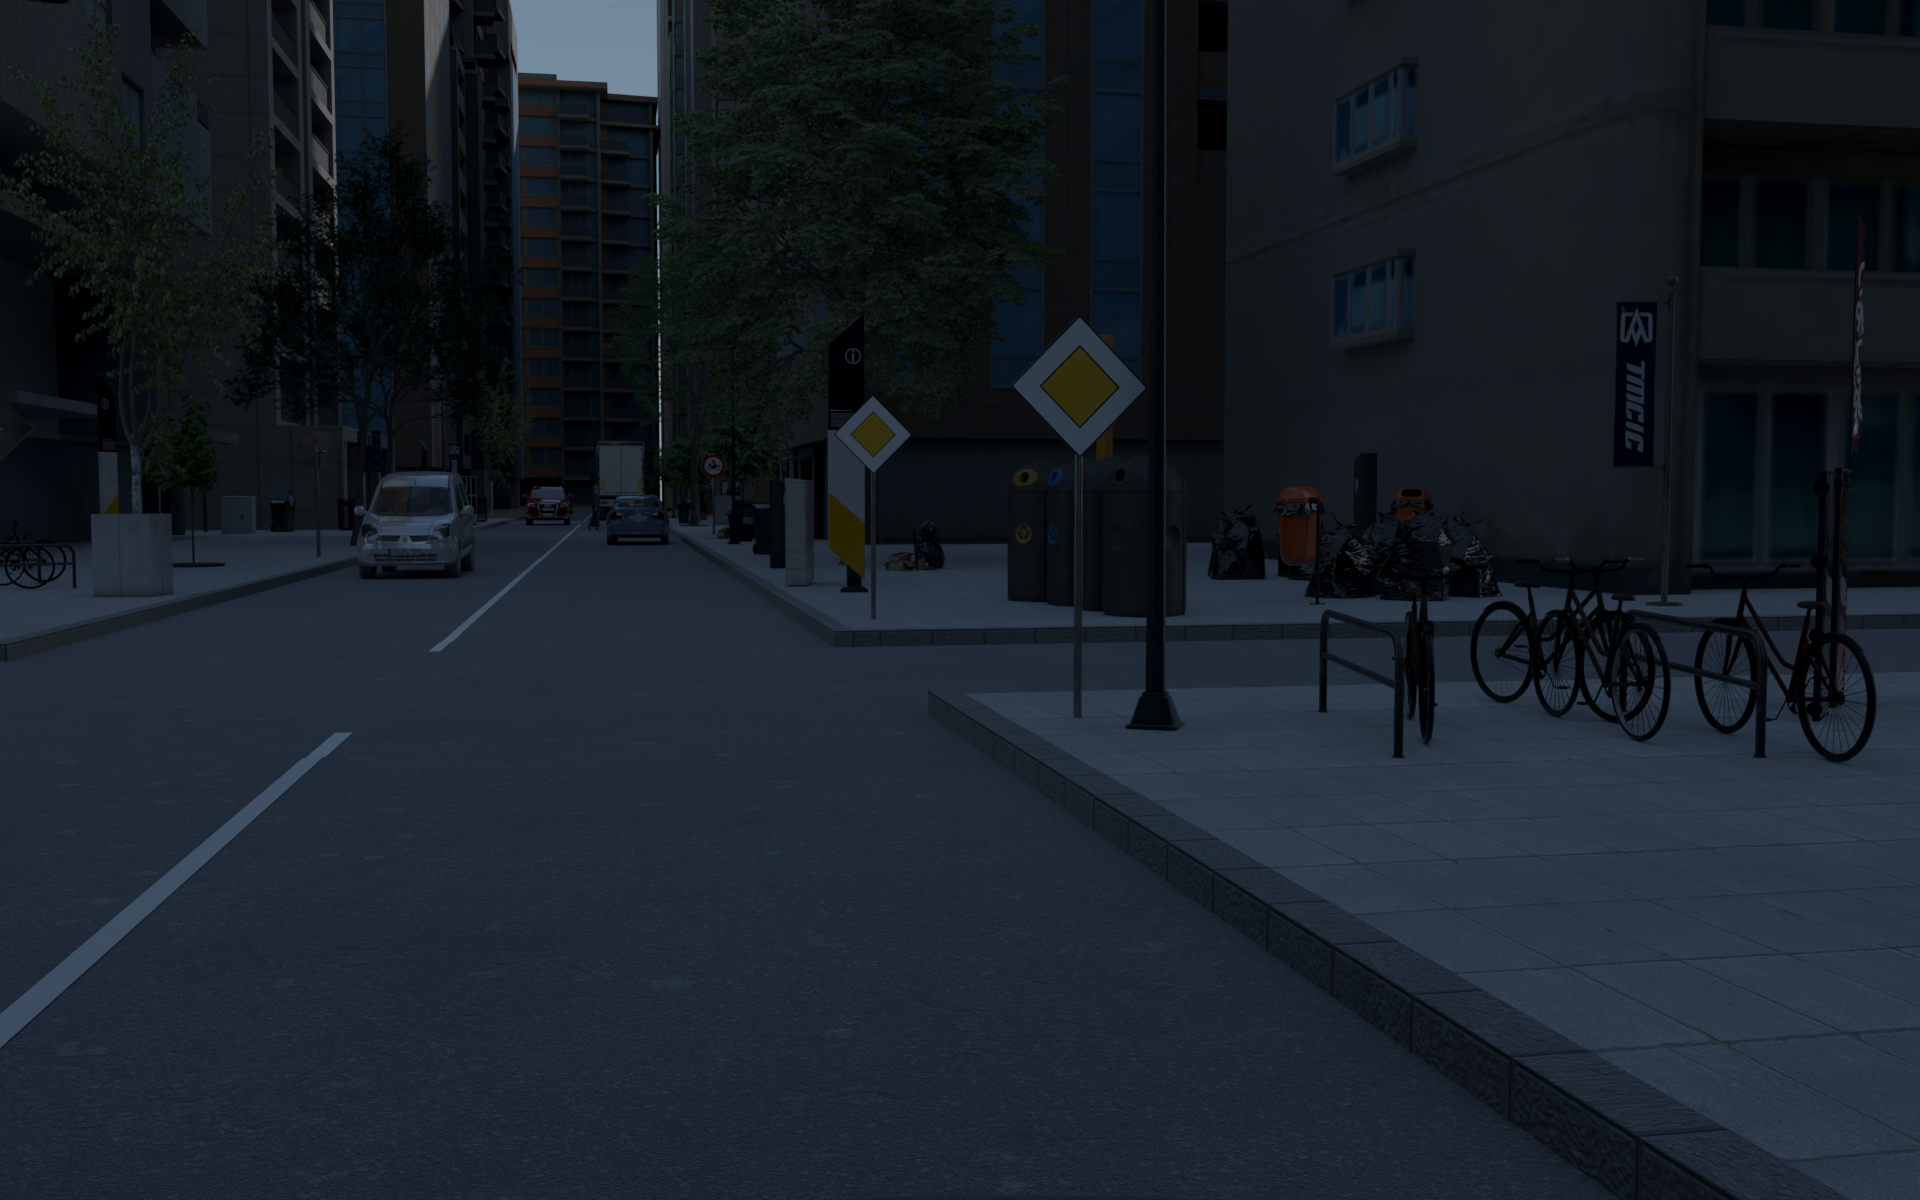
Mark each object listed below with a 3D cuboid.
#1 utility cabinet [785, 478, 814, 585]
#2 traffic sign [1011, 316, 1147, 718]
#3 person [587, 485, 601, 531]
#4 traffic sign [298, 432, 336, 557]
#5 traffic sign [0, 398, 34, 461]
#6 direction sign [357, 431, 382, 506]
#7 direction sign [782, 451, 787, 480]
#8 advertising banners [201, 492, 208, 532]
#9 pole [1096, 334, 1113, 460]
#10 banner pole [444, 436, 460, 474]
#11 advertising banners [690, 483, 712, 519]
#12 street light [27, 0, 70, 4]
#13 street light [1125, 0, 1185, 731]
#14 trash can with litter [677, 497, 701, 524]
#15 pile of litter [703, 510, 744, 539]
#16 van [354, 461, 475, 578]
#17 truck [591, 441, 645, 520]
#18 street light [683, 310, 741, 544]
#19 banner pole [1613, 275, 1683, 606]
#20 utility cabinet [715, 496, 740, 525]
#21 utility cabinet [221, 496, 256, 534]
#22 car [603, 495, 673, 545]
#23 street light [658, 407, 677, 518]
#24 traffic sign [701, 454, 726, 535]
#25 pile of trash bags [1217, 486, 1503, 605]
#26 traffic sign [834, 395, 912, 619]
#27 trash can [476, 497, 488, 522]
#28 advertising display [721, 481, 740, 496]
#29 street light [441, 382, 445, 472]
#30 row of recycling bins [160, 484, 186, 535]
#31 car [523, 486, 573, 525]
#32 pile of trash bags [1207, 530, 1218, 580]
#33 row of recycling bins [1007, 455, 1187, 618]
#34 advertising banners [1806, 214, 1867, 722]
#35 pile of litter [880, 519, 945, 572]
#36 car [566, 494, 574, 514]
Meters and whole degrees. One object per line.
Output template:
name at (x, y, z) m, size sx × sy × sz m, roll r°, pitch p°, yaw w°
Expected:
utility cabinet at (-2.253, -0.967, 24.484) m, size 0.318 × 1.500 × 1.173 m, roll 0°, pitch 3°, yaw 0°
traffic sign at (0.671, -0.381, 9.867) m, size 0.795 × 2.450 × 0.064 m, roll -1°, pitch 4°, yaw -11°
person at (-14.317, -3.607, 67.898) m, size 0.576 × 1.772 × 0.534 m, roll 3°, pitch 5°, yaw 44°
traffic sign at (-13.131, -2.158, 35.389) m, size 0.768 × 2.556 × 0.104 m, roll 0°, pitch 4°, yaw -4°
traffic sign at (-9.028, -0.762, 16.104) m, size 0.795 × 2.450 × 0.064 m, roll -1°, pitch 4°, yaw -11°
direction sign at (-21.160, -4.288, 62.109) m, size 0.876 × 3.537 × 0.379 m, roll 0°, pitch 4°, yaw 7°
direction sign at (-6.436, -4.375, 63.521) m, size 0.379 × 3.537 × 0.876 m, roll 0°, pitch 4°, yaw 3°
advertising banners at (-25.641, -3.820, 58.639) m, size 0.090 × 3.025 × 2.074 m, roll -2°, pitch 4°, yaw -28°
pole at (1.858, -1.739, 22.274) m, size 0.158 × 3.312 × 0.155 m, roll 0°, pitch 3°, yaw 0°
banner pole at (-21.834, -5.153, 74.270) m, size 0.863 × 3.779 × 0.401 m, roll -1°, pitch 4°, yaw -17°
advertising banners at (-13.265, -5.698, 89.356) m, size 2.074 × 3.025 × 0.090 m, roll 3°, pitch 5°, yaw 44°
street light at (-8.867, -2.655, 15.952) m, size 1.470 × 5.913 × 1.316 m, roll -1°, pitch 4°, yaw -11°
street light at (0.543, -2.246, 9.260) m, size 1.470 × 5.913 × 1.316 m, roll -1°, pitch 4°, yaw -11°
trash can with litter at (-11.734, -3.894, 75.052) m, size 1.055 × 1.170 × 0.624 m, roll 1°, pitch 4°, yaw 13°
pile of litter at (-6.502, -2.196, 49.871) m, size 1.719 × 0.858 × 1.176 m, roll 1°, pitch 4°, yaw 9°
van at (-9.635, -1.456, 30.818) m, size 2.013 × 2.044 × 4.112 m, roll -1°, pitch 4°, yaw -11°
truck at (-19.224, -6.632, 97.342) m, size 2.839 × 4.237 × 11.283 m, roll -1°, pitch 4°, yaw -13°
street light at (-6.309, -4.372, 44.021) m, size 1.470 × 5.913 × 1.316 m, roll -1°, pitch 4°, yaw -11°
banner pole at (7.895, -1.826, 19.875) m, size 0.863 × 3.779 × 0.401 m, roll 0°, pitch 4°, yaw 0°
utility cabinet at (-9.664, -3.720, 71.976) m, size 1.020 × 1.237 × 0.306 m, roll 1°, pitch 4°, yaw 12°
utility cabinet at (-23.245, -2.729, 55.788) m, size 1.020 × 1.237 × 0.306 m, roll 0°, pitch 4°, yaw 3°
car at (-9.352, -2.344, 50.333) m, size 2.014 × 1.417 × 4.499 m, roll -1°, pitch 4°, yaw -10°
street light at (-15.662, -7.267, 91.349) m, size 1.470 × 5.913 × 1.316 m, roll -1°, pitch 4°, yaw -11°
traffic sign at (-7.800, -3.348, 54.846) m, size 0.768 × 2.556 × 0.104 m, roll 0°, pitch 4°, yaw -5°
pile of trash bags at (5.049, -0.702, 21.228) m, size 3.447 × 1.369 × 1.912 m, roll -3°, pitch 5°, yaw -42°
traffic sign at (-0.890, -0.860, 17.698) m, size 0.795 × 2.450 × 0.064 m, roll -1°, pitch 4°, yaw -11°
trash can at (-21.923, -4.128, 79.148) m, size 0.748 × 1.137 × 0.748 m, roll 0°, pitch 3°, yaw 0°
advertising display at (-11.149, -4.825, 84.110) m, size 0.974 × 1.923 × 0.123 m, roll -2°, pitch 4°, yaw -31°
street light at (-18.299, -5.543, 63.176) m, size 1.470 × 5.913 × 1.316 m, roll -1°, pitch 4°, yaw -11°
row of recycling bins at (-26.023, -2.859, 53.852) m, size 3.534 × 1.692 × 1.069 m, roll -1°, pitch 4°, yaw -22°
car at (-19.286, -4.429, 81.079) m, size 2.281 × 1.827 × 5.304 m, roll -1°, pitch 4°, yaw -13°
pile of trash bags at (5.406, -1.011, 26.279) m, size 3.447 × 1.369 × 1.912 m, roll 1°, pitch 4°, yaw 18°
row of recycling bins at (1.519, -0.766, 19.638) m, size 1.069 × 1.692 × 3.534 m, roll -1°, pitch 4°, yaw -21°
advertising banners at (5.333, -0.874, 10.471) m, size 0.090 × 3.025 × 2.074 m, roll 2°, pitch 4°, yaw 32°
pile of litter at (-0.842, -0.952, 29.531) m, size 1.176 × 0.858 × 1.719 m, roll 2°, pitch 4°, yaw 28°
car at (-28.463, -6.930, 123.085) m, size 2.009 × 1.686 × 4.222 m, roll -1°, pitch 4°, yaw -9°
